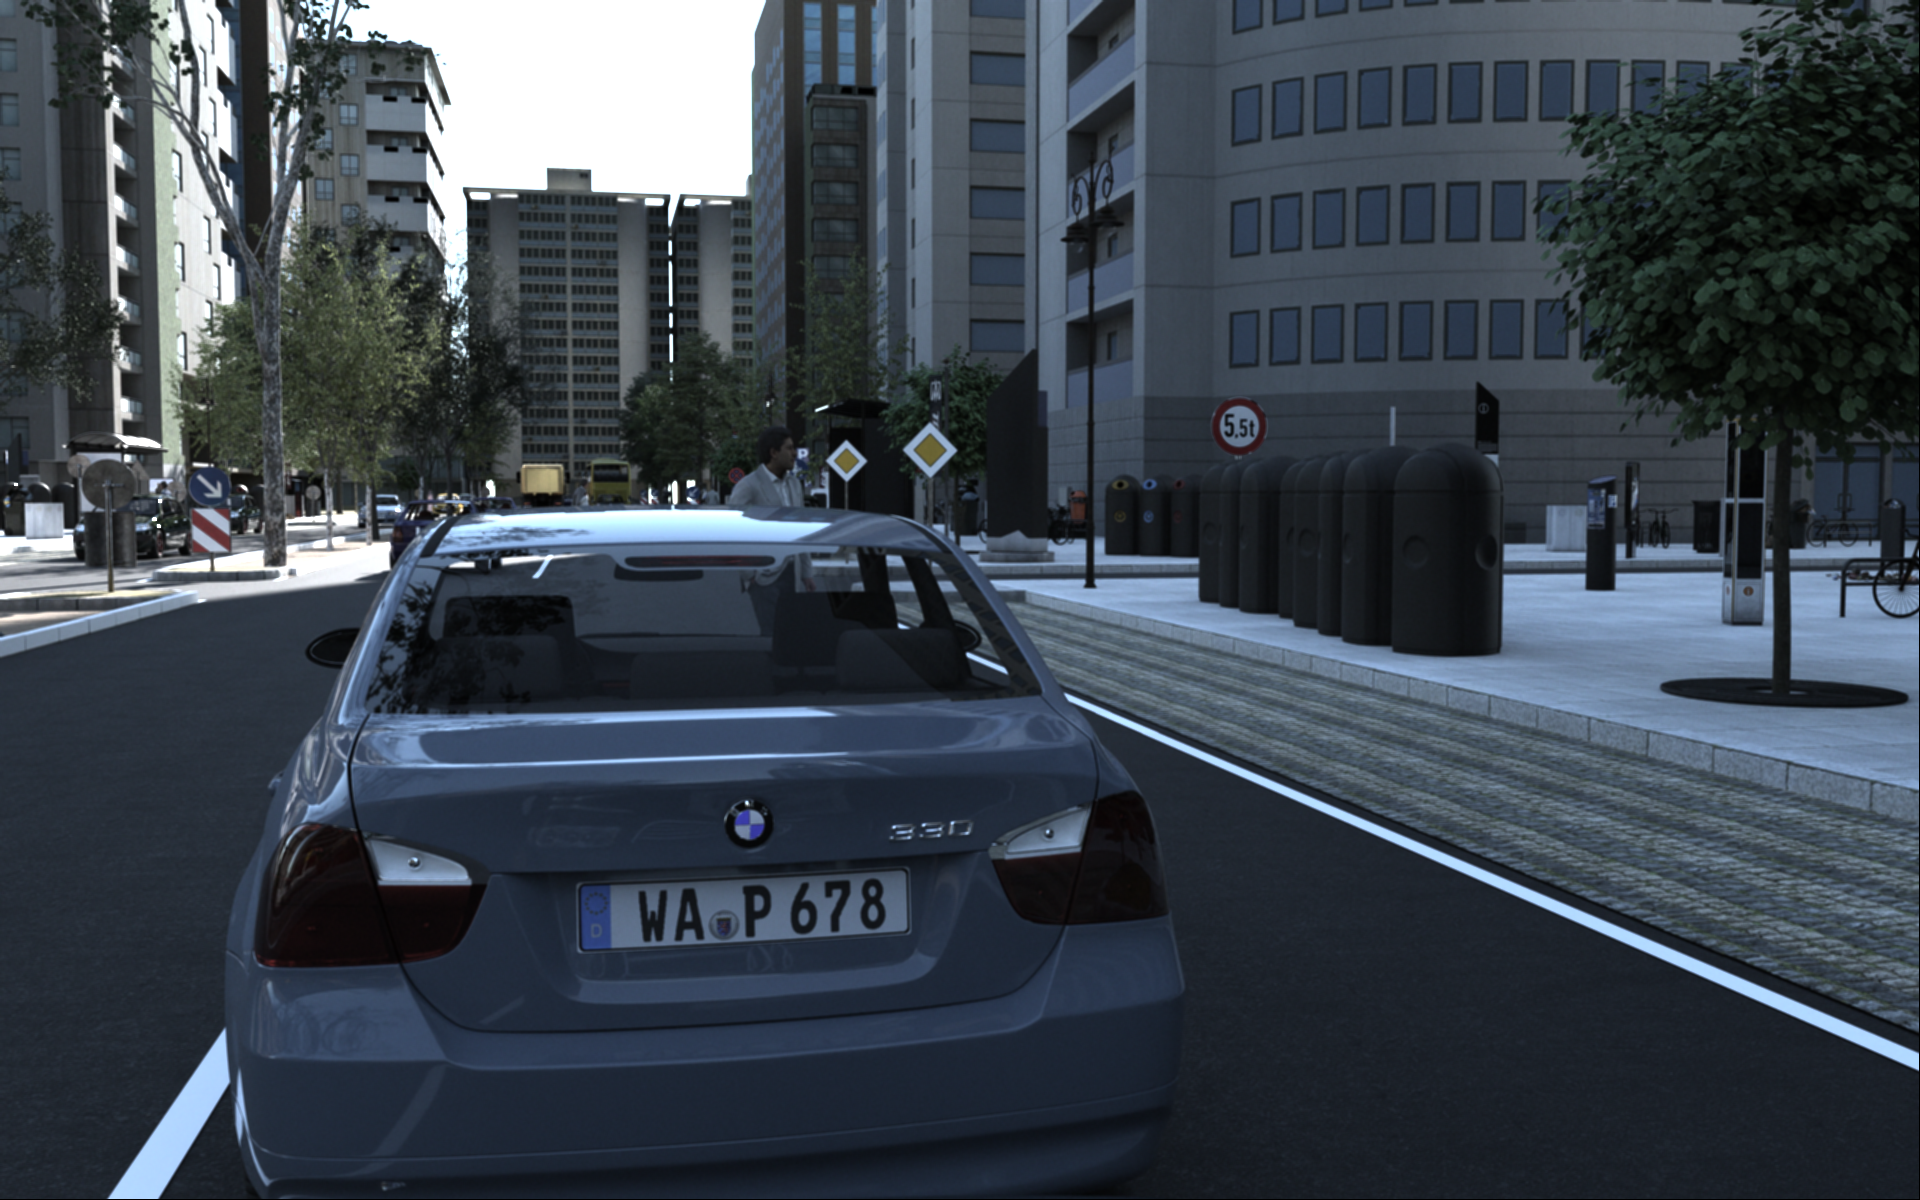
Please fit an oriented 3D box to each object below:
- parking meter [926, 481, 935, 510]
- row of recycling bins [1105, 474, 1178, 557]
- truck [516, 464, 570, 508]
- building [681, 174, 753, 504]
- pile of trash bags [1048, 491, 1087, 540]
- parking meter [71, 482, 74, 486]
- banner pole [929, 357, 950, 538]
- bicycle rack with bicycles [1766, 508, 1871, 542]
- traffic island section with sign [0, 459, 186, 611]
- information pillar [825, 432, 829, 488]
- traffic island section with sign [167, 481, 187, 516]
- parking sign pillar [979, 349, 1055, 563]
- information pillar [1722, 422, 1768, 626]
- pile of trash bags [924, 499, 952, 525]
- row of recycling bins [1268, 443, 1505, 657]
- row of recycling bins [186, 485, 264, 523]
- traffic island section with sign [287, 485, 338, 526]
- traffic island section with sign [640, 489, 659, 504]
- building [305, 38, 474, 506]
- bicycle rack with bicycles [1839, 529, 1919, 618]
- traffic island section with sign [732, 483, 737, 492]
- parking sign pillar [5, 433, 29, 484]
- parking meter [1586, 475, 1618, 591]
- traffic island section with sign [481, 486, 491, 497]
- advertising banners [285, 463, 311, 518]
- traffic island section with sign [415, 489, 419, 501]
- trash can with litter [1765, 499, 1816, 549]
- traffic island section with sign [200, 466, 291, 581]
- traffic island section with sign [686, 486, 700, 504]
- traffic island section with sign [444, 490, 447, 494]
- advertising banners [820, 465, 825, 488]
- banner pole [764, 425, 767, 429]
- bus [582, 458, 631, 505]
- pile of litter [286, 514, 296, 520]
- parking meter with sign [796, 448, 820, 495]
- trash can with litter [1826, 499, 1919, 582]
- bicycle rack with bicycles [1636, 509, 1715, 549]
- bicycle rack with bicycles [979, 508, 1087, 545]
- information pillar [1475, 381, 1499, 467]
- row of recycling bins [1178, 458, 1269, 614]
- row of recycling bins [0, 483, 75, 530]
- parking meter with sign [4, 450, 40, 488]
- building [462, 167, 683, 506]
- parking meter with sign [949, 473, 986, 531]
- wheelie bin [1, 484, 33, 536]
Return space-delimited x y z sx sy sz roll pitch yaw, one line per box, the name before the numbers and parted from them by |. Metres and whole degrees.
parking meter | -1.306 -4.331 76.529 0.399 1.863 0.255 0 4 7
row of recycling bins | 4.405 -1.744 35.635 1.069 1.692 3.534 -3 5 -43
truck | -26.772 -7.052 111.224 3.469 3.379 9.791 -1 4 -13
building | -23.325 -31.890 213.289 23.993 40.220 32.217 -1 4 -12
pile of trash bags | 2.942 -2.454 49.881 1.912 1.369 3.447 -1 4 -16
parking meter | -40.481 -4.500 79.293 0.399 1.863 0.255 3 4 37
banner pole | -0.364 -2.561 31.894 0.401 3.779 0.863 -2 4 -31
bicycle rack with bicycles | 20.956 -1.805 42.894 2.925 0.926 2.852 -2 4 -28
traffic island section with sign | -11.013 -0.853 22.089 2.006 1.907 1.989 -1 4 -12
information pillar | -4.813 -4.476 64.539 0.504 3.616 0.183 1 4 15
traffic island section with sign | -23.805 -2.680 52.449 1.989 1.847 2.006 -1 4 -12
parking sign pillar | 1.081 -2.715 32.856 1.447 3.967 1.447 -3 5 -40
information pillar | 7.687 -0.762 16.957 0.304 2.012 0.304 0 4 5
pile of trash bags | -0.647 -3.937 74.115 3.447 1.369 1.912 2 4 24
row of recycling bins | 3.769 -0.503 15.335 1.069 1.692 3.534 0 4 -6
row of recycling bins | -32.714 -4.301 77.436 3.534 1.692 1.069 -3 5 -39
traffic island section with sign | -29.442 -4.296 78.861 1.989 1.847 2.006 -1 4 -12
traffic island section with sign | -23.306 -7.511 131.433 1.989 1.847 2.006 -1 4 -12
building | -71.730 -37.443 201.438 27.495 52.752 28.713 -1 4 -12
bicycle rack with bicycles | 10.430 -0.237 17.261 2.925 0.926 2.852 -1 4 -11
traffic island section with sign | -7.204 -2.896 55.969 1.989 1.847 2.006 -1 4 -12
parking sign pillar | -42.114 -5.436 77.353 1.447 3.967 1.447 3 4 36
parking meter | 8.562 -0.899 23.114 0.372 1.533 0.369 0 3 0
traffic island section with sign | -28.244 -5.791 102.823 2.006 1.907 1.989 -1 4 -12
advertising banners | -36.245 -6.036 94.879 2.074 3.025 0.090 2 4 28
traffic island section with sign | -39.922 -7.300 127.981 1.989 1.847 2.006 -1 4 -12
trash can with litter | 19.337 -1.776 40.428 1.055 1.170 0.624 -1 4 -12
traffic island section with sign | -12.550 -1.297 29.335 2.006 1.907 1.989 -1 4 -12
traffic island section with sign | -12.828 -4.508 82.334 1.989 1.847 2.006 -1 4 -12
traffic island section with sign | -45.542 -8.912 154.346 1.989 1.847 2.006 -1 4 -12
advertising banners | -8.693 -6.431 101.329 2.074 3.025 0.090 1 4 14
banner pole | -7.049 -4.446 62.704 0.401 3.779 0.863 0 4 -3
bus | -24.124 -7.753 118.306 2.896 3.916 12.252 -1 4 -14
pile of litter | -33.645 -4.429 86.378 1.176 0.858 1.719 0 4 7
parking meter with sign | -5.647 -4.276 66.169 0.543 3.016 1.738 1 4 19
trash can with litter | 13.851 -0.909 25.924 1.678 1.210 2.233 0 4 -1
bicycle rack with bicycles | 17.295 -1.730 41.670 2.852 0.926 2.925 2 4 29
bicycle rack with bicycles | 2.131 -1.915 44.686 2.852 0.926 2.925 -2 4 -26
information pillar | 10.945 -2.735 36.064 0.504 3.616 0.183 0 4 -5
row of recycling bins | 3.480 -0.742 19.239 1.069 1.692 3.534 -1 4 -9
row of recycling bins | -33.904 -3.408 62.841 3.534 1.692 1.069 -3 5 -44
parking meter with sign | -37.213 -4.468 69.310 1.738 3.016 0.543 -2 4 -24
building | -46.903 -31.617 208.823 23.993 40.220 32.217 -1 4 -12
parking meter with sign | 0.511 -3.871 59.559 1.738 3.016 0.543 0 4 -7
wheelie bin | -28.966 -2.775 53.283 0.693 1.594 0.980 0 4 -2
